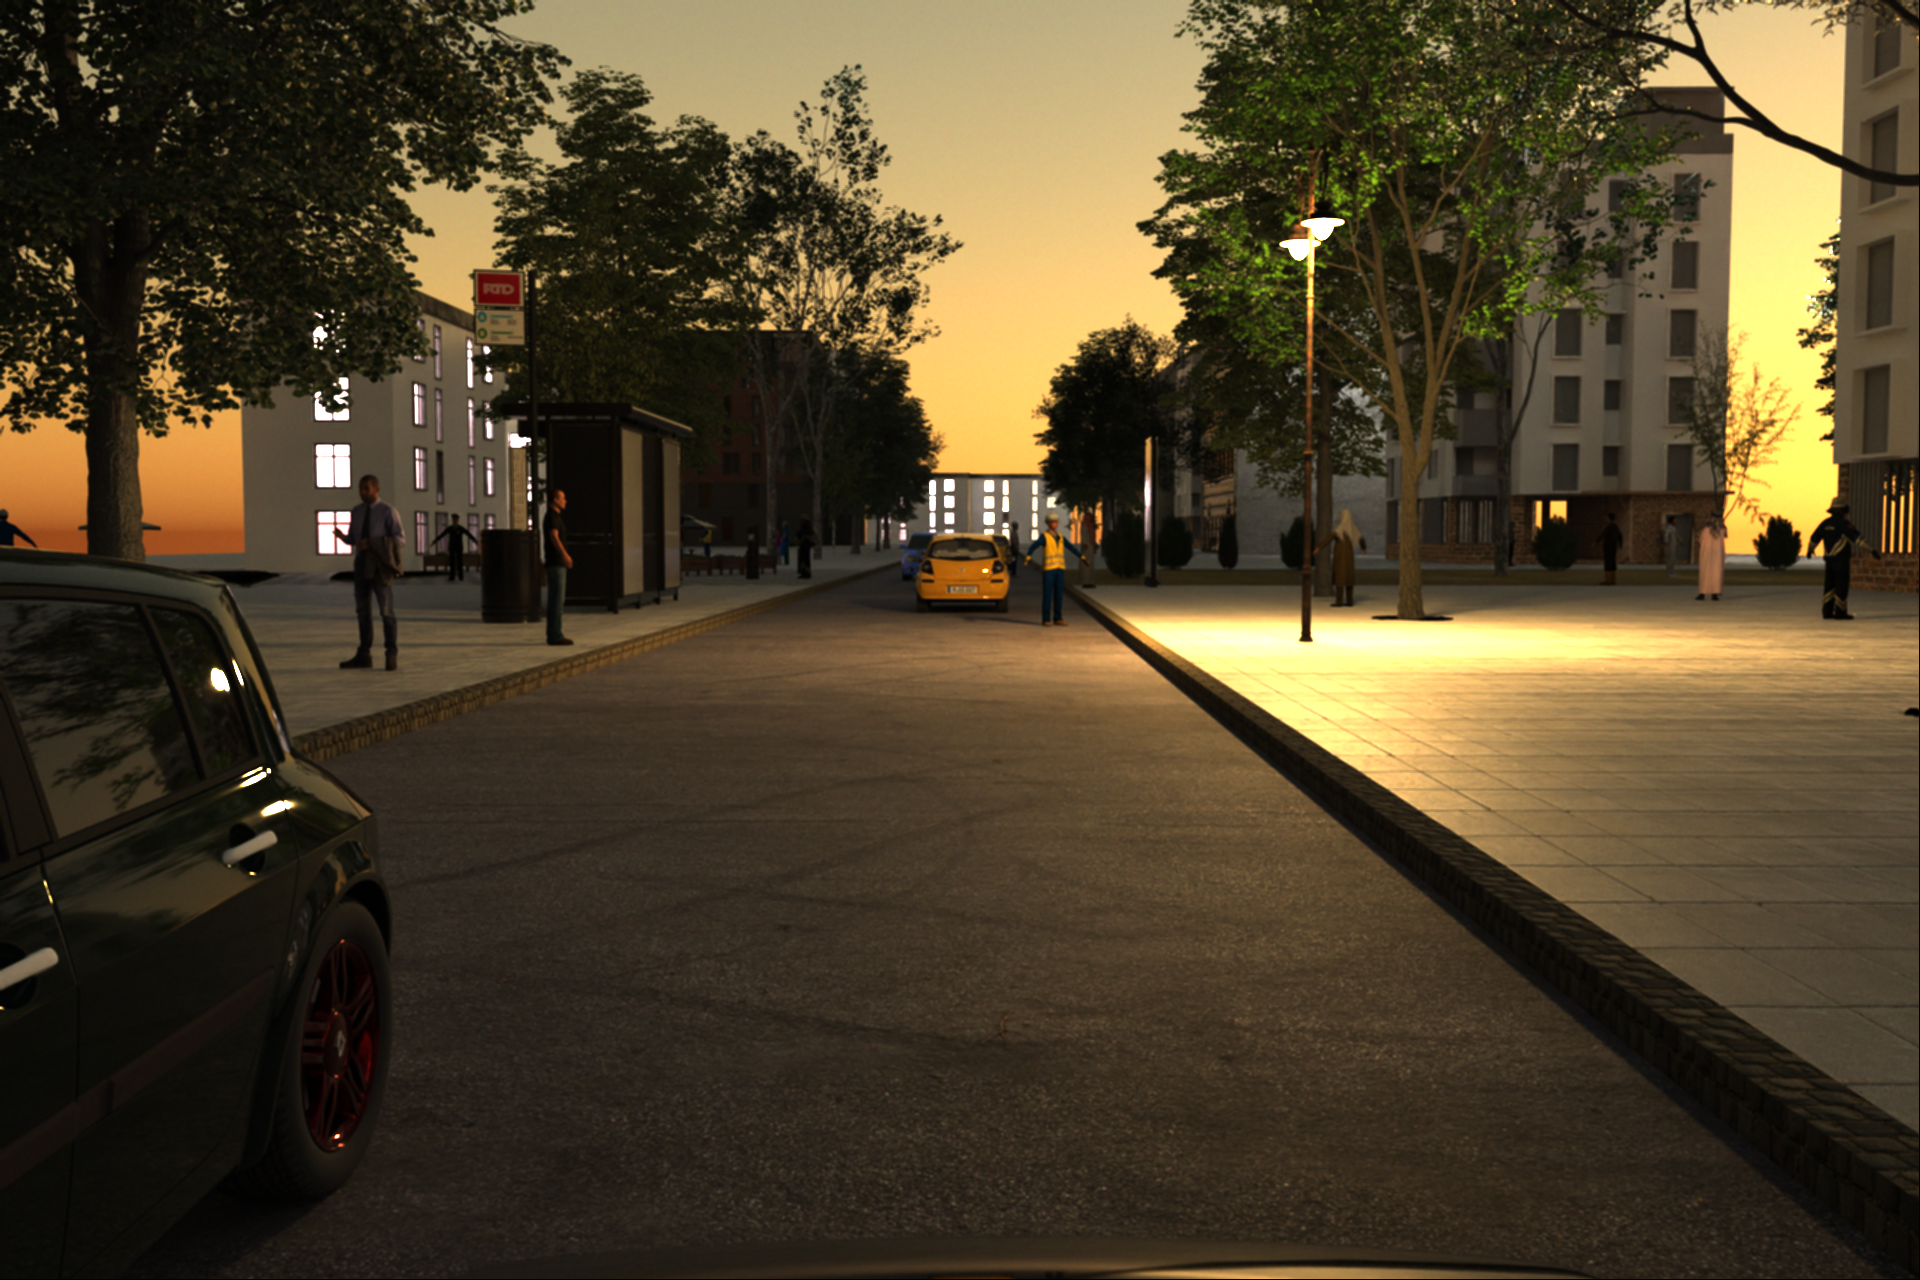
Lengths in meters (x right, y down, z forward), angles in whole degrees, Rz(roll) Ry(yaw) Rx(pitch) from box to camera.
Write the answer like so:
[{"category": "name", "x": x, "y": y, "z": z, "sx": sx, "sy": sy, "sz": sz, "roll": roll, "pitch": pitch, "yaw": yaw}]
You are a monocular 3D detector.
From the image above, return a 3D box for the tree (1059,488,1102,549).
[{"category": "tree", "x": 9.550, "y": -11.587, "z": 139.809, "sx": 4.737, "sy": 8.622, "sz": 4.395, "roll": 0, "pitch": 3, "yaw": 0}]

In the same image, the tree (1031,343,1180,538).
[{"category": "tree", "x": 7.366, "y": -9.207, "z": 84.949, "sx": 7.601, "sy": 10.594, "sz": 8.767, "roll": 1, "pitch": 4, "yaw": 23}]

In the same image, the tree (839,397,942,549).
[{"category": "tree", "x": -6.281, "y": -14.701, "z": 147.020, "sx": 9.857, "sy": 13.997, "sz": 8.962, "roll": 0, "pitch": 3, "yaw": 0}]

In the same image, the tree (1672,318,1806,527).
[{"category": "tree", "x": 26.036, "y": -6.661, "z": 59.270, "sx": 4.360, "sy": 8.622, "sz": 3.978, "roll": 0, "pitch": 3, "yaw": 0}]

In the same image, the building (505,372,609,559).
[{"category": "building", "x": -24.869, "y": -9.894, "z": 103.919, "sx": 9.099, "sy": 9.664, "sz": 28.070, "roll": 0, "pitch": 4, "yaw": 1}]

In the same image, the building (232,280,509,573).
[{"category": "building", "x": -23.101, "y": -7.904, "z": 71.370, "sx": 9.099, "sy": 9.664, "sz": 28.070, "roll": 0, "pitch": 4, "yaw": 0}]

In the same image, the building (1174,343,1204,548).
[{"category": "building", "x": 26.476, "y": -19.264, "z": 171.380, "sx": 16.016, "sy": 20.090, "sz": 11.380, "roll": 0, "pitch": 4, "yaw": 1}]

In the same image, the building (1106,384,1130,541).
[{"category": "building", "x": 26.864, "y": -21.114, "z": 211.666, "sx": 16.747, "sy": 18.905, "sz": 31.486, "roll": 0, "pitch": 4, "yaw": 1}]

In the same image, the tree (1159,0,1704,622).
[{"category": "tree", "x": 6.823, "y": -6.114, "z": 25.723, "sx": 9.928, "sy": 11.665, "sz": 9.643, "roll": 0, "pitch": 3, "yaw": 0}]

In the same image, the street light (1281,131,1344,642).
[{"category": "street light", "x": 4.125, "y": -2.916, "z": 20.467, "sx": 0.468, "sy": 5.910, "sz": 1.993, "roll": 0, "pitch": 4, "yaw": 1}]

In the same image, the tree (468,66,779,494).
[{"category": "tree", "x": -8.456, "y": -7.652, "z": 43.234, "sx": 7.486, "sy": 12.596, "sz": 7.792, "roll": 0, "pitch": 3, "yaw": 0}]

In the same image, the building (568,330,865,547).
[{"category": "building", "x": -25.245, "y": -21.162, "z": 189.967, "sx": 27.936, "sy": 21.610, "sz": 32.646, "roll": 0, "pitch": 3, "yaw": 0}]

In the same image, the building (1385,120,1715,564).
[{"category": "building", "x": 26.506, "y": -14.020, "z": 85.649, "sx": 16.016, "sy": 20.090, "sz": 11.380, "roll": 0, "pitch": 4, "yaw": 1}]

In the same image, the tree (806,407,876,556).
[{"category": "tree", "x": -7.159, "y": -9.209, "z": 100.929, "sx": 4.737, "sy": 8.622, "sz": 4.395, "roll": 0, "pitch": 3, "yaw": 0}]

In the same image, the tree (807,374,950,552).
[{"category": "tree", "x": -5.925, "y": -13.271, "z": 127.352, "sx": 12.009, "sy": 13.543, "sz": 11.850, "roll": 0, "pitch": 3, "yaw": 0}]

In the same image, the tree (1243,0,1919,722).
[{"category": "tree", "x": 7.253, "y": -6.193, "z": 11.620, "sx": 12.009, "sy": 13.543, "sz": 11.850, "roll": 0, "pitch": 3, "yaw": 0}]

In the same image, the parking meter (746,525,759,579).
[{"category": "parking meter", "x": -5.913, "y": -2.503, "z": 49.330, "sx": 0.372, "sy": 1.533, "sz": 0.369, "roll": 0, "pitch": 3, "yaw": 0}]

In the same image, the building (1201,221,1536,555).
[{"category": "building", "x": 26.544, "y": -17.420, "z": 115.738, "sx": 19.493, "sy": 23.208, "sz": 18.063, "roll": 0, "pitch": 4, "yaw": 1}]

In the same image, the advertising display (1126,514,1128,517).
[{"category": "advertising display", "x": 5.305, "y": -3.056, "z": 55.187, "sx": 0.123, "sy": 1.923, "sz": 0.974, "roll": 0, "pitch": 4, "yaw": 1}]

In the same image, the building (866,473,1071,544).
[{"category": "building", "x": 1.305, "y": -17.941, "z": 237.944, "sx": 28.070, "sy": 9.664, "sz": 9.099, "roll": 0, "pitch": 4, "yaw": 0}]

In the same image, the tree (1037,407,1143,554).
[{"category": "tree", "x": 8.258, "y": -10.723, "z": 109.729, "sx": 7.601, "sy": 10.594, "sz": 8.767, "roll": -2, "pitch": 4, "yaw": -30}]

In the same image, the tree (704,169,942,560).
[{"category": "tree", "x": -7.015, "y": -14.145, "z": 87.166, "sx": 12.611, "sy": 20.169, "sz": 13.585, "roll": 0, "pitch": 3, "yaw": 0}]

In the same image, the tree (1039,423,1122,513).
[{"category": "tree", "x": 9.062, "y": -11.817, "z": 127.617, "sx": 7.601, "sy": 10.594, "sz": 8.767, "roll": -3, "pitch": 5, "yaw": -40}]

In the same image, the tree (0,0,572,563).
[{"category": "tree", "x": -8.504, "y": -6.738, "z": 16.816, "sx": 9.857, "sy": 13.997, "sz": 8.962, "roll": 0, "pitch": 3, "yaw": 0}]

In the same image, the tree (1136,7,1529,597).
[{"category": "tree", "x": 7.374, "y": -7.133, "z": 34.757, "sx": 7.486, "sy": 12.596, "sz": 7.792, "roll": 0, "pitch": 3, "yaw": 0}]

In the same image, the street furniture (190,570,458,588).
[{"category": "street furniture", "x": -29.362, "y": -2.666, "z": 48.612, "sx": 27.439, "sy": 1.986, "sz": 14.083, "roll": 0, "pitch": 4, "yaw": 7}]

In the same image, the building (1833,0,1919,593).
[{"category": "building", "x": 25.676, "y": -11.131, "z": 38.417, "sx": 16.016, "sy": 20.090, "sz": 11.380, "roll": 0, "pitch": 4, "yaw": 1}]

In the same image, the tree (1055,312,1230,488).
[{"category": "tree", "x": 7.968, "y": -8.485, "z": 73.145, "sx": 7.601, "sy": 10.594, "sz": 8.767, "roll": 2, "pitch": 4, "yaw": 25}]

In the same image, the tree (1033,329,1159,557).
[{"category": "tree", "x": 7.711, "y": -10.897, "z": 96.293, "sx": 7.486, "sy": 12.596, "sz": 7.792, "roll": 0, "pitch": 3, "yaw": 0}]

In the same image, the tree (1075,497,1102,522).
[{"category": "tree", "x": 18.216, "y": -17.672, "z": 239.304, "sx": 4.360, "sy": 8.622, "sz": 3.978, "roll": 0, "pitch": 3, "yaw": 0}]

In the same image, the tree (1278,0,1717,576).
[{"category": "tree", "x": 15.404, "y": -11.958, "z": 51.406, "sx": 12.611, "sy": 20.169, "sz": 13.585, "roll": 0, "pitch": 3, "yaw": 0}]

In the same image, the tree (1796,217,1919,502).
[{"category": "tree", "x": 29.644, "y": -8.808, "z": 50.661, "sx": 9.857, "sy": 13.997, "sz": 8.962, "roll": 0, "pitch": 3, "yaw": 0}]

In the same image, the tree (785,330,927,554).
[{"category": "tree", "x": -6.674, "y": -12.428, "z": 109.859, "sx": 9.857, "sy": 13.997, "sz": 8.962, "roll": 0, "pitch": 3, "yaw": 0}]

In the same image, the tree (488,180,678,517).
[{"category": "tree", "x": -8.148, "y": -5.292, "z": 36.891, "sx": 4.737, "sy": 8.622, "sz": 4.395, "roll": 0, "pitch": 3, "yaw": 0}]

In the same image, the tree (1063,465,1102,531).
[{"category": "tree", "x": 8.402, "y": -10.352, "z": 119.615, "sx": 4.737, "sy": 8.622, "sz": 4.395, "roll": 0, "pitch": 3, "yaw": 0}]

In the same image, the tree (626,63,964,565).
[{"category": "tree", "x": -6.714, "y": -13.094, "z": 69.978, "sx": 12.611, "sy": 20.169, "sz": 13.585, "roll": 0, "pitch": 3, "yaw": 0}]

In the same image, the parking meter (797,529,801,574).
[{"category": "parking meter", "x": -5.085, "y": -2.919, "z": 56.140, "sx": 0.372, "sy": 1.533, "sz": 0.369, "roll": 0, "pitch": 3, "yaw": 0}]

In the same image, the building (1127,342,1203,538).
[{"category": "building", "x": 28.117, "y": -21.749, "z": 186.525, "sx": 19.493, "sy": 23.208, "sz": 18.063, "roll": 0, "pitch": 4, "yaw": 1}]
